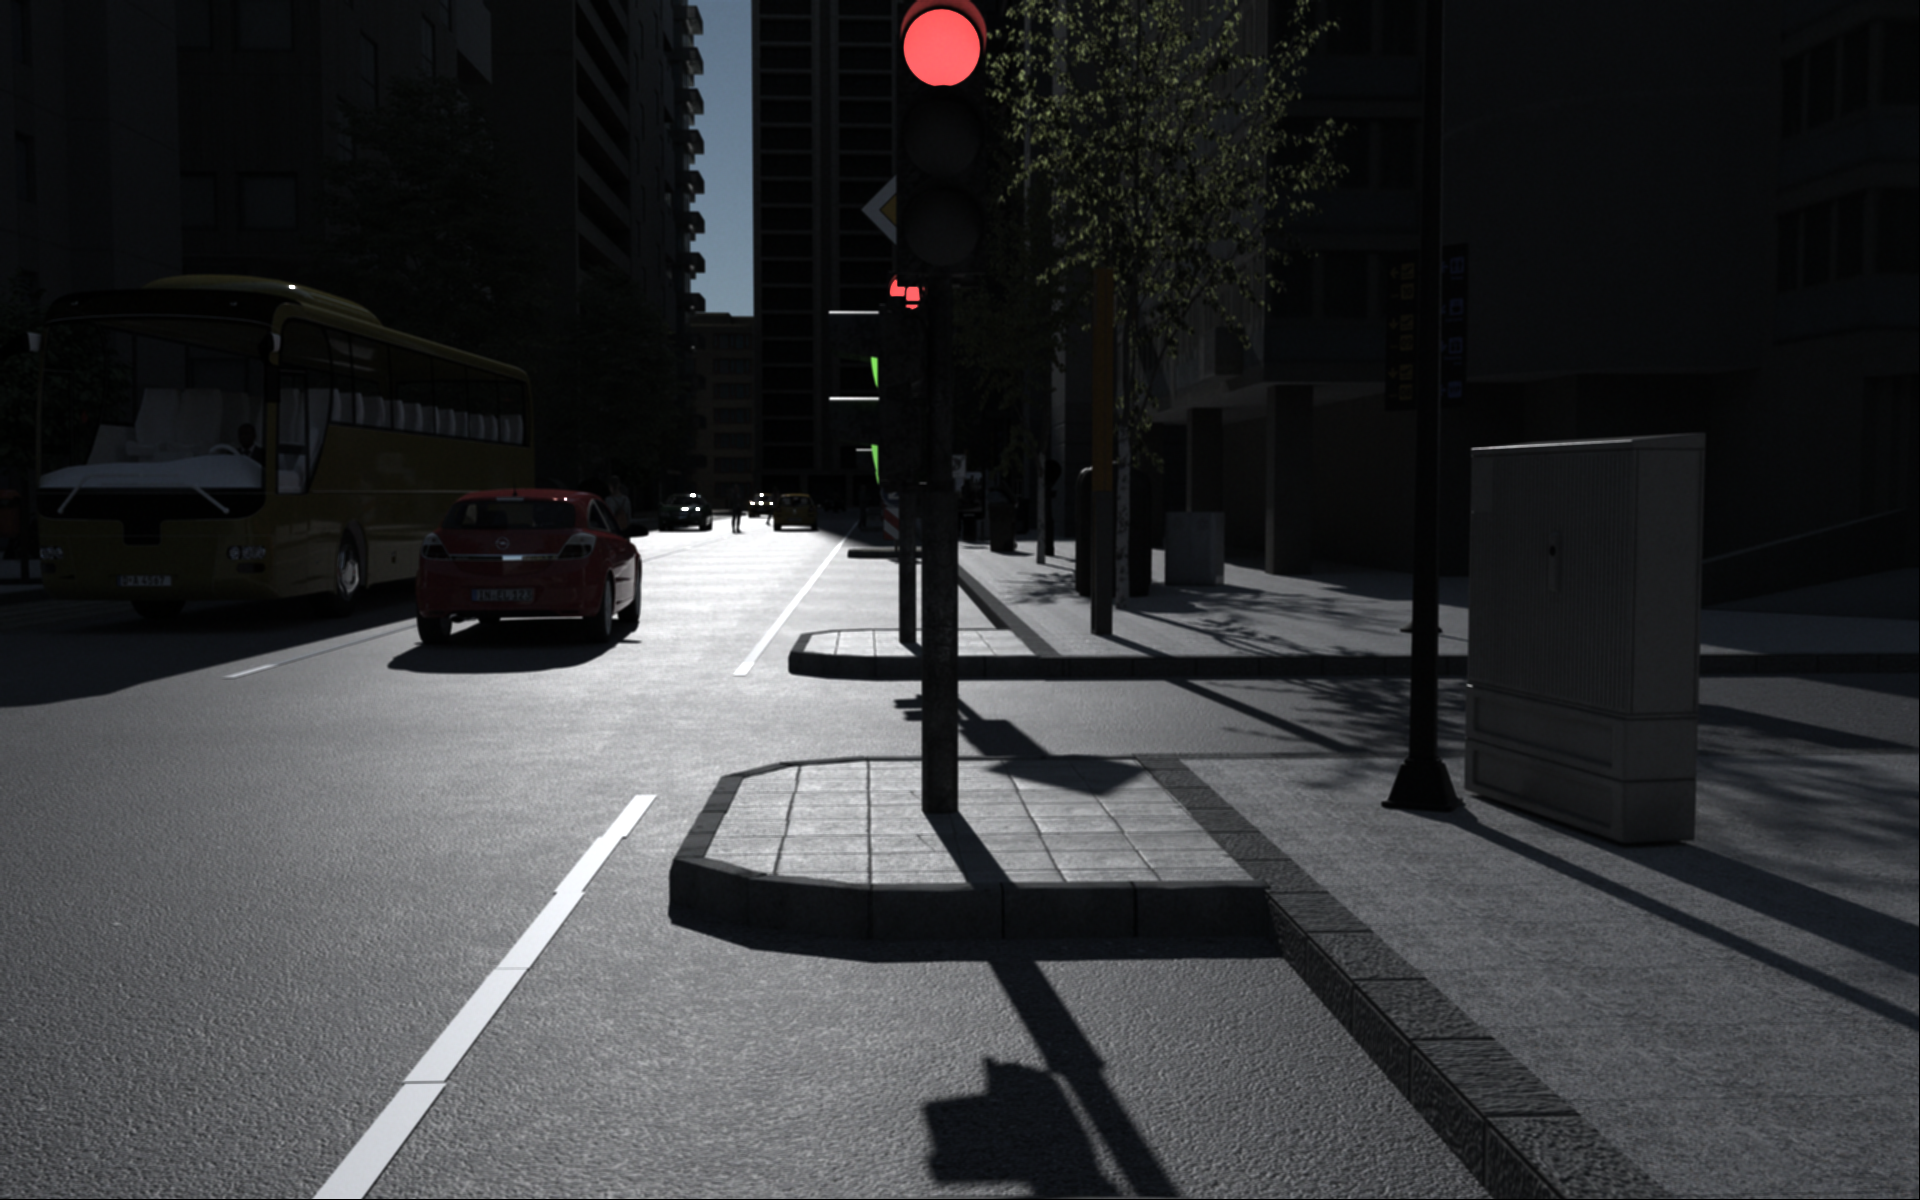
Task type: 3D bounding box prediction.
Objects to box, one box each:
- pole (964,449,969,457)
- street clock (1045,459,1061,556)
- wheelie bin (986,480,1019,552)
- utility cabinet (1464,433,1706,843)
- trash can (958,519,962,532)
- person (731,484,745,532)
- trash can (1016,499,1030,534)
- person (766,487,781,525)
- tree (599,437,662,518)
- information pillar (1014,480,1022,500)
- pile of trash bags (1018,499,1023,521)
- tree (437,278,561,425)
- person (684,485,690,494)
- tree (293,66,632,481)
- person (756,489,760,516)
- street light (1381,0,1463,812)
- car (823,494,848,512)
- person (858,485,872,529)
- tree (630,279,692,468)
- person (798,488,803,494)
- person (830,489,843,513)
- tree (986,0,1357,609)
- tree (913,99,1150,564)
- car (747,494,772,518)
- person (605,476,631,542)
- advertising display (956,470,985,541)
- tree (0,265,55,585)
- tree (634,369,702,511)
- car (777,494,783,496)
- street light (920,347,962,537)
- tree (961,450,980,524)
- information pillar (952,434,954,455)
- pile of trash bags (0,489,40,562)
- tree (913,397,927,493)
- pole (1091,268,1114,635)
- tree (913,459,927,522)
[{"bbox_3d":[0.294,-5.155,78.131,0.158,3.312,0.155,0,3,0],"label":"pole"},{"bbox_3d":[1.863,-1.927,36.079,0.471,2.002,0.358,0,4,-4],"label":"street clock"},{"bbox_3d":[0.947,-1.889,38.788,0.693,1.594,0.980,0,4,8],"label":"wheelie bin"},{"bbox_3d":[2.407,0.114,6.811,0.318,1.500,1.173,-1,4,-12],"label":"utility cabinet"},{"bbox_3d":[-0.255,-2.719,56.115,0.748,1.137,0.748,0,3,0],"label":"trash can"},{"bbox_3d":[-8.395,-3.484,65.643,0.537,1.800,0.526,-1,4,-18],"label":"person"},{"bbox_3d":[1.904,-2.671,55.332,0.748,1.137,0.748,0,3,0],"label":"trash can"},{"bbox_3d":[-8.517,-4.280,79.068,0.643,1.750,0.593,1,4,21],"label":"person"},{"bbox_3d":[-17.779,-6.711,93.436,4.285,4.588,4.351,0,3,0],"label":"tree"},{"bbox_3d":[2.957,-5.149,88.678,0.304,2.012,0.304,-3,5,-41],"label":"information pillar"},{"bbox_3d":[3.228,-4.469,82.826,1.912,1.369,3.447,-2,4,-28],"label":"pile of trash bags"},{"bbox_3d":[-15.296,-6.493,56.519,4.737,8.622,4.395,0,3,0],"label":"tree"},{"bbox_3d":[-12.248,-4.205,77.256,0.388,1.821,0.555,-3,4,-36],"label":"person"},{"bbox_3d":[-14.037,-7.855,46.564,7.486,12.596,7.792,0,3,0],"label":"tree"},{"bbox_3d":[-13.023,-6.223,111.042,0.721,1.735,1.217,2,4,29],"label":"person"},{"bbox_3d":[1.369,-2.105,6.957,1.470,5.913,1.316,0,4,-3],"label":"street light"},{"bbox_3d":[-10.262,-8.119,142.524,2.009,1.686,4.222,0,4,-2],"label":"car"},{"bbox_3d":[-3.939,-3.865,71.873,0.590,1.801,0.661,-1,4,-10],"label":"person"},{"bbox_3d":[-17.003,-10.234,85.450,7.486,12.596,7.792,0,3,0],"label":"tree"},{"bbox_3d":[-10.297,-6.301,111.527,1.348,1.822,0.705,2,4,24],"label":"person"},{"bbox_3d":[-9.417,-7.532,131.662,1.348,1.823,0.705,3,5,41],"label":"person"},{"bbox_3d":[2.054,-4.207,19.153,4.360,8.622,3.978,0,3,0],"label":"tree"},{"bbox_3d":[1.259,-4.978,31.750,4.737,8.622,4.395,0,3,0],"label":"tree"},{"bbox_3d":[-12.106,-5.916,106.948,2.015,1.641,3.980,0,4,-2],"label":"car"},{"bbox_3d":[-5.178,-1.013,26.064,0.512,1.701,0.522,-3,5,-40],"label":"person"},{"bbox_3d":[0.258,-2.573,47.285,0.974,1.923,0.123,2,4,34],"label":"advertising display"},{"bbox_3d":[-13.562,-2.522,24.952,4.285,4.588,4.351,0,3,0],"label":"tree"},{"bbox_3d":[-17.129,-9.150,99.960,4.737,8.622,4.395,0,3,0],"label":"tree"},{"bbox_3d":[-12.424,-6.659,119.105,2.015,1.641,3.980,0,4,-3],"label":"car"},{"bbox_3d":[-0.669,-4.835,51.593,1.470,5.913,1.316,0,4,-3],"label":"street light"},{"bbox_3d":[0.474,-4.921,75.054,1.663,3.219,1.824,0,3,0],"label":"tree"},{"bbox_3d":[-0.258,-4.615,66.812,0.183,3.616,0.504,1,4,8],"label":"information pillar"},{"bbox_3d":[-17.952,-1.491,34.135,1.912,1.369,3.447,0,4,1],"label":"pile of trash bags"},{"bbox_3d":[-2.389,-9.376,103.667,4.360,8.622,3.978,0,3,0],"label":"tree"},{"bbox_3d":[1.297,-1.342,15.783,0.158,3.312,0.155,0,3,0],"label":"pole"},{"bbox_3d":[-1.448,-5.283,80.974,1.663,3.219,1.824,0,3,0],"label":"tree"}]
